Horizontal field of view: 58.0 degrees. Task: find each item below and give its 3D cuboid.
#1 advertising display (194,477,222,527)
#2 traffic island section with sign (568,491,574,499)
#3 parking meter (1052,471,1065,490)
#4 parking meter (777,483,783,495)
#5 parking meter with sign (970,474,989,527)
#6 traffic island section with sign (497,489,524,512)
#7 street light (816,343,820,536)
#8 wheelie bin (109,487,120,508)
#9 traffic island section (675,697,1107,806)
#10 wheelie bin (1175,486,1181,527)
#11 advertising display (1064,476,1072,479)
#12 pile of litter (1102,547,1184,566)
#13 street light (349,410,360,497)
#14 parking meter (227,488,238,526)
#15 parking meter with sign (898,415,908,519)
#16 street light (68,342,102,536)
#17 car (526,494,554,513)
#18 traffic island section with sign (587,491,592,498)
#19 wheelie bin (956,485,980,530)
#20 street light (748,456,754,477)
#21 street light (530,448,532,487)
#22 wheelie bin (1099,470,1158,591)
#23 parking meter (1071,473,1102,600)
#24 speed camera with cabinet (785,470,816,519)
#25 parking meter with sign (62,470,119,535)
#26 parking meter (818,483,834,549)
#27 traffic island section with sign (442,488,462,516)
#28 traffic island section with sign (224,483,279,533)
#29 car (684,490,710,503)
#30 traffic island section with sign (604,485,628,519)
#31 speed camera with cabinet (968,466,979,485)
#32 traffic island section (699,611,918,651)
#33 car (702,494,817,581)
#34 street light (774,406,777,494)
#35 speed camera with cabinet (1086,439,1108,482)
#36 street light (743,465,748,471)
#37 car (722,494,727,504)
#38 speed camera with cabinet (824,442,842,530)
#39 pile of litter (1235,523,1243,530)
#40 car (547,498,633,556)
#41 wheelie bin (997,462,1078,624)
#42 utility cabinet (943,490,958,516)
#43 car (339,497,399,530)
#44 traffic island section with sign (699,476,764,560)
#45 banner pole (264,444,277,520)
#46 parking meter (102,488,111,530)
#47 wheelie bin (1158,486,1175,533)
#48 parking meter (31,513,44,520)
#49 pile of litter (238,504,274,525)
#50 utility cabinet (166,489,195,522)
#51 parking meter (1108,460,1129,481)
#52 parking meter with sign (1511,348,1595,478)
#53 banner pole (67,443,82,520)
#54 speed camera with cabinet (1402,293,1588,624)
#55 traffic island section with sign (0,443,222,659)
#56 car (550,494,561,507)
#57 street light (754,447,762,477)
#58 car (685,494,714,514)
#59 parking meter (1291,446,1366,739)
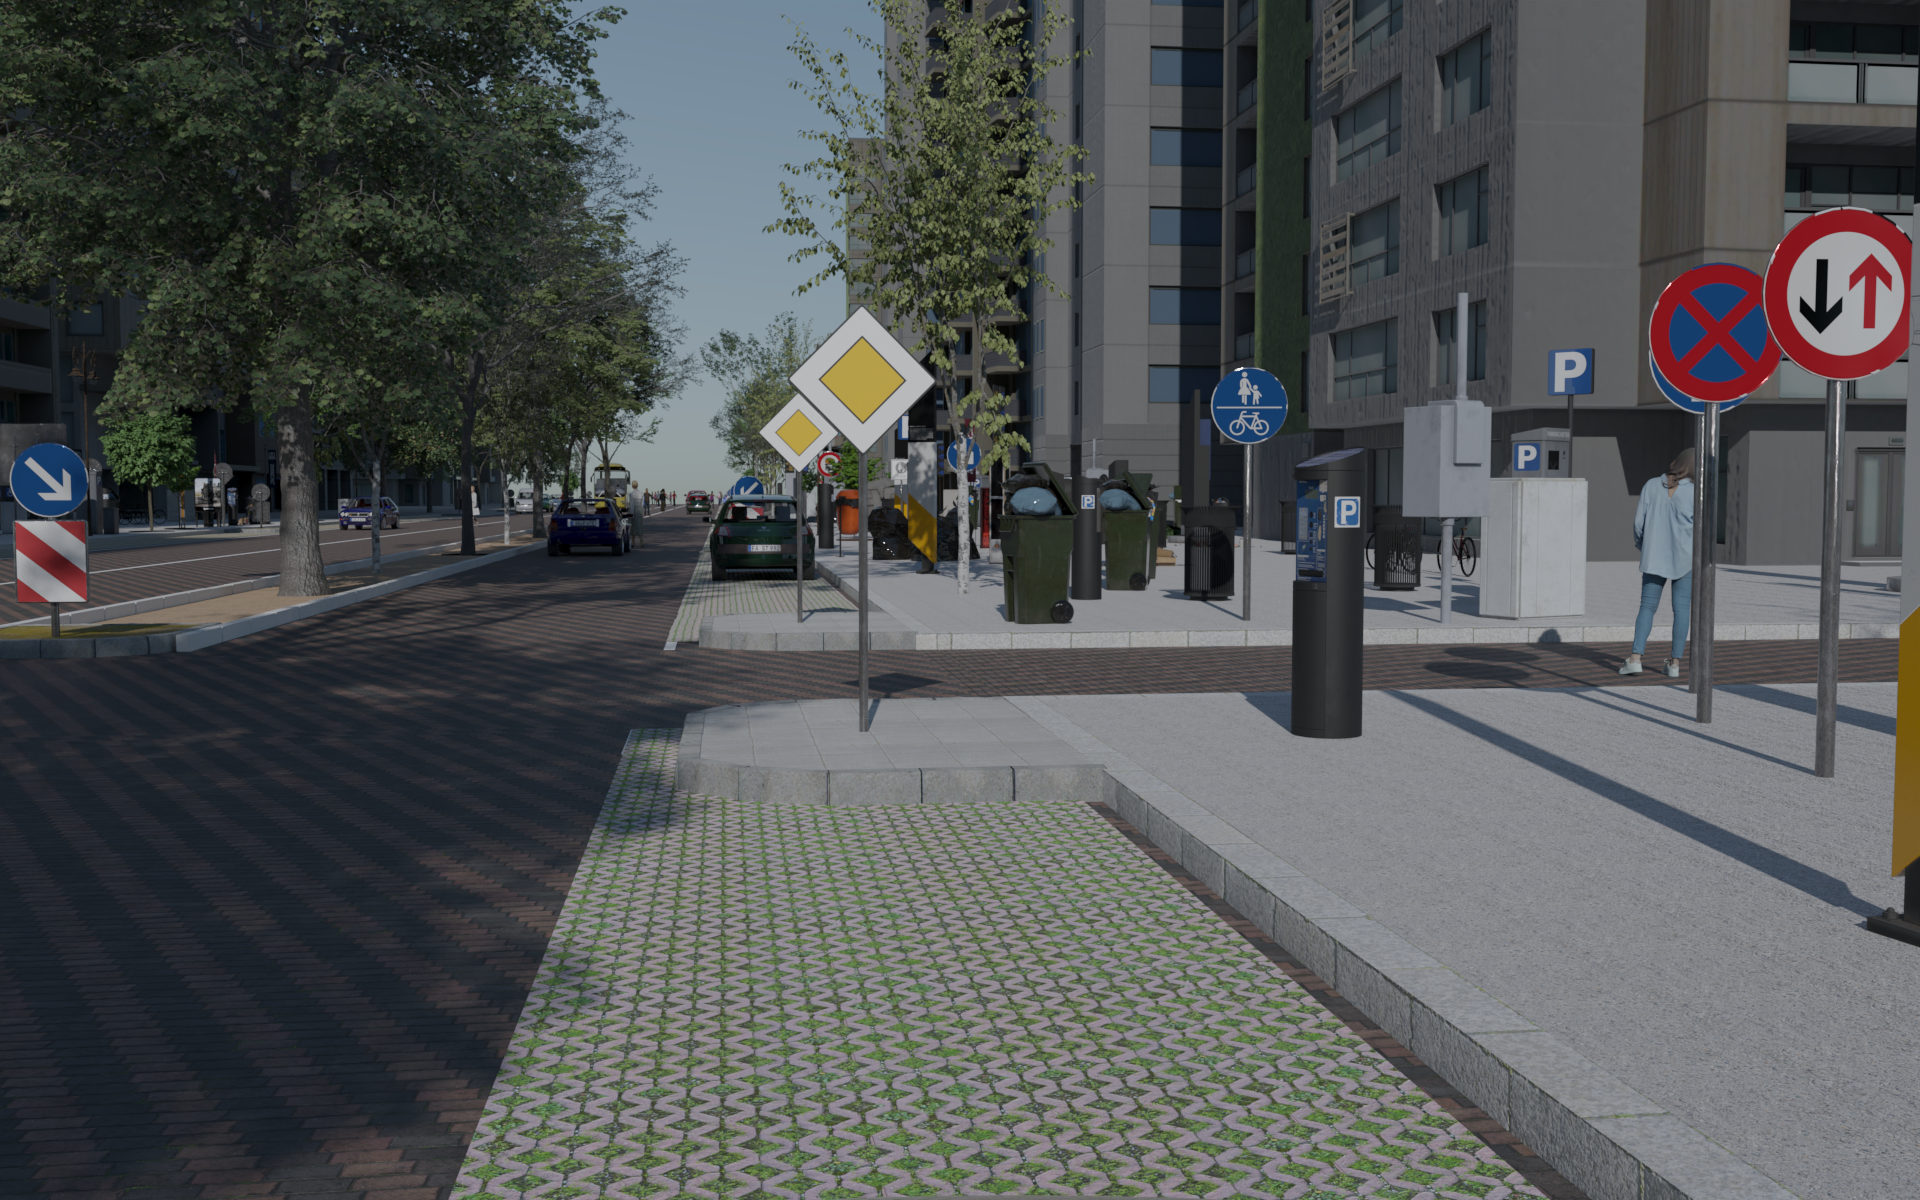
[{"bbox_3d":[-29.166,-3.790,67.184,0.974,1.923,0.123,-1,4,-17],"label":"advertising display"},{"bbox_3d":[-43.883,-11.437,195.626,1.989,1.847,2.006,0,4,-8],"label":"traffic island section with sign"},{"bbox_3d":[2.386,-2.278,42.954,0.399,1.863,0.255,-1,4,-16],"label":"parking meter"},{"bbox_3d":[-9.240,-5.087,88.881,0.255,1.863,0.399,-1,4,-9],"label":"parking meter"},{"bbox_3d":[0.862,-4.346,67.313,0.543,3.016,1.738,2,4,33],"label":"parking meter with sign"},{"bbox_3d":[-36.325,-8.036,140.017,1.989,1.847,2.006,0,4,-8],"label":"traffic island section with sign"},{"bbox_3d":[-4.359,-4.921,53.246,0.468,5.910,1.993,0,4,-8],"label":"street light"},{"bbox_3d":[-36.442,-4.062,74.326,0.693,1.594,0.980,-2,4,-33],"label":"wheelie bin"},{"bbox_3d":[-0.500,0.790,9.372,2.009,0.180,2.903,0,4,-8],"label":"traffic island section"},{"bbox_3d":[8.216,-3.447,64.272,0.980,1.594,0.693,0,4,0],"label":"wheelie bin"},{"bbox_3d":[3.717,-3.534,62.999,0.974,1.923,0.123,0,4,0],"label":"advertising display"},{"bbox_3d":[3.367,-1.037,30.918,1.719,0.858,1.176,0,4,2],"label":"pile of litter"},{"bbox_3d":[-31.730,-7.229,90.980,0.468,5.910,1.993,0,4,-8],"label":"street light"},{"bbox_3d":[-29.582,-3.794,70.437,0.372,1.533,0.369,0,3,0],"label":"parking meter"},{"bbox_3d":[-0.896,-2.510,37.295,0.543,3.016,1.738,-1,4,-14],"label":"parking meter with sign"},{"bbox_3d":[-26.530,-4.883,52.622,0.468,5.910,1.993,0,4,-8],"label":"street light"},{"bbox_3d":[-32.847,-7.746,135.437,1.959,1.807,4.718,0,4,-7],"label":"car"},{"bbox_3d":[-47.512,-13.071,222.337,1.989,1.847,2.006,0,4,-8],"label":"traffic island section with sign"},{"bbox_3d":[0.288,-3.339,62.503,0.693,1.594,0.980,-3,4,-38],"label":"wheelie bin"},{"bbox_3d":[-19.949,-11.902,167.378,0.468,5.910,1.993,0,4,-8],"label":"street light"},{"bbox_3d":[-42.869,-12.244,172.975,0.468,5.910,1.993,0,4,-8],"label":"street light"},{"bbox_3d":[2.222,-0.933,23.164,0.693,1.594,0.980,1,4,10],"label":"wheelie bin"},{"bbox_3d":[1.541,-0.774,21.073,0.372,1.533,0.369,0,3,0],"label":"parking meter"},{"bbox_3d":[-8.010,-5.701,87.554,0.660,3.252,2.038,-2,4,-33],"label":"speed camera with cabinet"},{"bbox_3d":[-27.625,-3.586,54.891,1.738,3.016,0.543,0,4,-2],"label":"parking meter with sign"},{"bbox_3d":[-3.150,-1.977,40.739,0.372,1.533,0.369,0,3,0],"label":"parking meter"},{"bbox_3d":[-32.633,-6.377,112.889,1.989,1.847,2.006,0,4,-8],"label":"traffic island section with sign"},{"bbox_3d":[-26.038,-3.405,64.295,1.989,1.847,2.006,0,4,-8],"label":"traffic island section with sign"},{"bbox_3d":[-23.323,-8.868,153.656,2.281,1.827,5.304,-1,4,-9],"label":"car"},{"bbox_3d":[-18.304,-5.038,90.505,2.006,1.907,1.989,0,4,-8],"label":"traffic island section with sign"},{"bbox_3d":[0.468,-4.656,70.466,0.660,3.252,2.038,0,4,2],"label":"speed camera with cabinet"},{"bbox_3d":[-1.576,0.306,17.285,2.009,0.180,2.903,0,4,-8],"label":"traffic island section"},{"bbox_3d":[-3.441,-1.229,29.883,2.009,1.686,4.222,0,4,-8],"label":"car"},{"bbox_3d":[-9.700,-7.238,91.122,0.468,5.910,1.993,0,4,-8],"label":"street light"},{"bbox_3d":[4.459,-4.110,61.542,0.660,3.252,2.038,3,5,44],"label":"speed camera with cabinet"},{"bbox_3d":[-25.814,-14.566,210.934,0.468,5.910,1.993,0,4,-8],"label":"street light"},{"bbox_3d":[-30.966,-13.619,232.266,1.945,1.707,3.694,-1,4,-9],"label":"car"},{"bbox_3d":[-4.248,-4.190,62.848,0.660,3.252,2.038,-2,4,-29],"label":"speed camera with cabinet"},{"bbox_3d":[9.391,-2.927,61.824,1.719,0.858,1.176,1,4,16],"label":"pile of litter"},{"bbox_3d":[-8.820,-1.761,41.373,1.945,1.354,3.894,0,4,-7],"label":"car"},{"bbox_3d":[0.759,-0.572,17.256,0.693,1.594,0.980,-1,4,-18],"label":"wheelie bin"},{"bbox_3d":[-0.289,-4.925,89.208,1.173,1.500,0.318,3,4,36],"label":"utility cabinet"},{"bbox_3d":[-23.857,-3.509,69.957,1.945,1.354,3.894,0,4,-6],"label":"car"},{"bbox_3d":[-4.789,-1.821,38.405,1.989,1.847,2.006,0,4,-8],"label":"traffic island section with sign"},{"bbox_3d":[-34.268,-5.870,85.989,0.863,3.779,0.401,1,4,15],"label":"banner pole"},{"bbox_3d":[-30.892,-3.318,62.666,0.372,1.533,0.369,0,3,0],"label":"parking meter"},{"bbox_3d":[2.598,-1.115,26.141,0.980,1.594,0.693,3,4,37],"label":"wheelie bin"},{"bbox_3d":[-28.783,-2.959,54.091,0.399,1.863,0.255,1,4,9],"label":"parking meter"},{"bbox_3d":[-29.803,-3.601,72.834,1.719,0.858,1.176,-1,4,-13],"label":"pile of litter"},{"bbox_3d":[-35.892,-4.348,79.775,1.173,1.500,0.318,-2,4,-33],"label":"utility cabinet"},{"bbox_3d":[2.724,-1.475,29.836,0.255,1.863,0.399,-1,4,-14],"label":"parking meter"},{"bbox_3d":[6.774,-1.471,20.320,0.543,3.016,1.738,3,5,44],"label":"parking meter with sign"},{"bbox_3d":[-43.370,-5.795,84.760,0.863,3.779,0.401,-1,4,-20],"label":"banner pole"},{"bbox_3d":[5.466,-1.425,17.635,2.038,3.252,0.660,-2,4,-28],"label":"speed camera with cabinet"},{"bbox_3d":[-8.176,-0.484,16.049,2.006,1.907,1.989,0,4,-8],"label":"traffic island section with sign"},{"bbox_3d":[-40.969,-10.027,175.949,2.014,1.417,4.499,0,4,-7],"label":"car"},{"bbox_3d":[-14.912,-9.582,129.461,0.468,5.910,1.993,0,4,-8],"label":"street light"},{"bbox_3d":[-18.534,-6.929,123.079,2.009,1.686,4.222,0,4,-6],"label":"car"},{"bbox_3d":[1.957,-0.049,9.206,0.372,1.533,0.369,0,3,0],"label":"parking meter"}]
